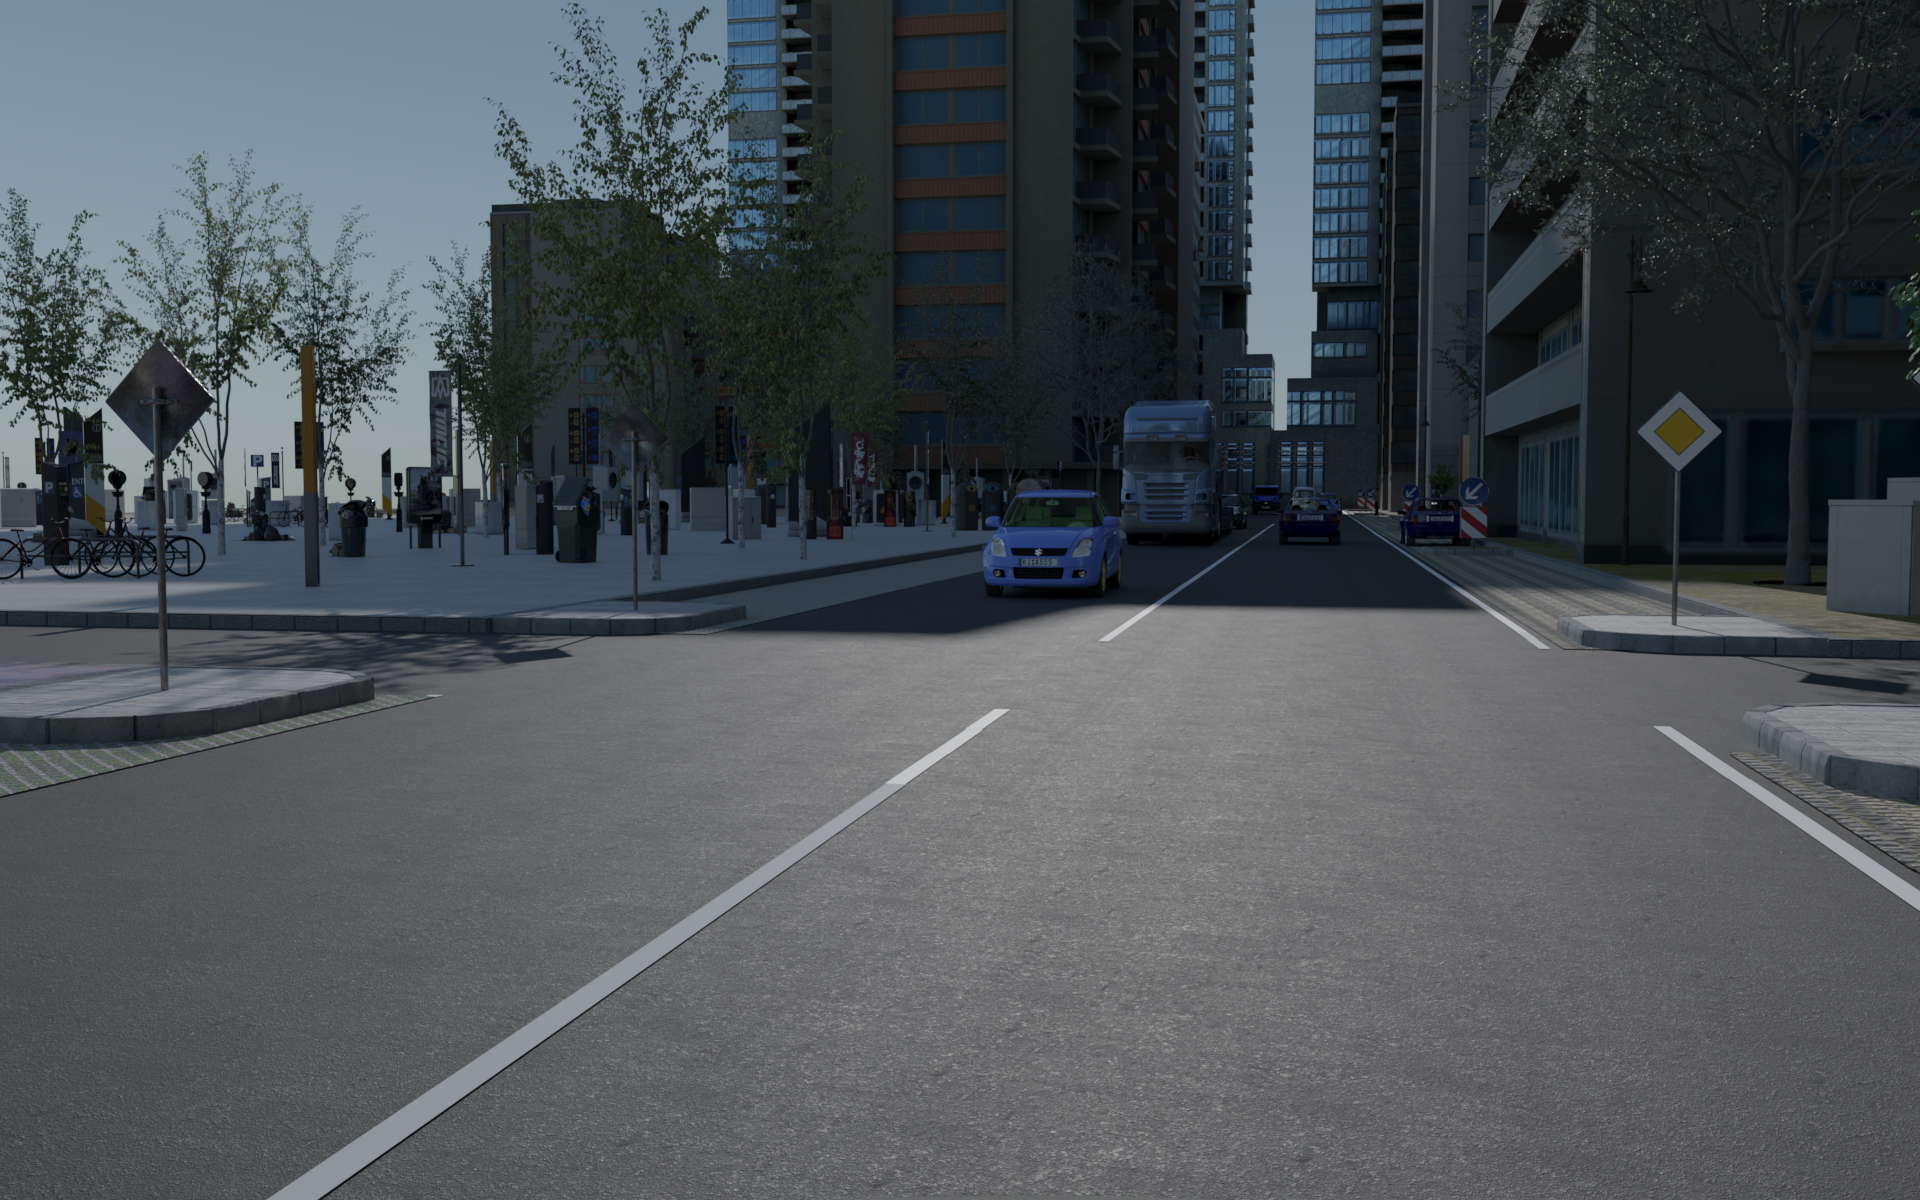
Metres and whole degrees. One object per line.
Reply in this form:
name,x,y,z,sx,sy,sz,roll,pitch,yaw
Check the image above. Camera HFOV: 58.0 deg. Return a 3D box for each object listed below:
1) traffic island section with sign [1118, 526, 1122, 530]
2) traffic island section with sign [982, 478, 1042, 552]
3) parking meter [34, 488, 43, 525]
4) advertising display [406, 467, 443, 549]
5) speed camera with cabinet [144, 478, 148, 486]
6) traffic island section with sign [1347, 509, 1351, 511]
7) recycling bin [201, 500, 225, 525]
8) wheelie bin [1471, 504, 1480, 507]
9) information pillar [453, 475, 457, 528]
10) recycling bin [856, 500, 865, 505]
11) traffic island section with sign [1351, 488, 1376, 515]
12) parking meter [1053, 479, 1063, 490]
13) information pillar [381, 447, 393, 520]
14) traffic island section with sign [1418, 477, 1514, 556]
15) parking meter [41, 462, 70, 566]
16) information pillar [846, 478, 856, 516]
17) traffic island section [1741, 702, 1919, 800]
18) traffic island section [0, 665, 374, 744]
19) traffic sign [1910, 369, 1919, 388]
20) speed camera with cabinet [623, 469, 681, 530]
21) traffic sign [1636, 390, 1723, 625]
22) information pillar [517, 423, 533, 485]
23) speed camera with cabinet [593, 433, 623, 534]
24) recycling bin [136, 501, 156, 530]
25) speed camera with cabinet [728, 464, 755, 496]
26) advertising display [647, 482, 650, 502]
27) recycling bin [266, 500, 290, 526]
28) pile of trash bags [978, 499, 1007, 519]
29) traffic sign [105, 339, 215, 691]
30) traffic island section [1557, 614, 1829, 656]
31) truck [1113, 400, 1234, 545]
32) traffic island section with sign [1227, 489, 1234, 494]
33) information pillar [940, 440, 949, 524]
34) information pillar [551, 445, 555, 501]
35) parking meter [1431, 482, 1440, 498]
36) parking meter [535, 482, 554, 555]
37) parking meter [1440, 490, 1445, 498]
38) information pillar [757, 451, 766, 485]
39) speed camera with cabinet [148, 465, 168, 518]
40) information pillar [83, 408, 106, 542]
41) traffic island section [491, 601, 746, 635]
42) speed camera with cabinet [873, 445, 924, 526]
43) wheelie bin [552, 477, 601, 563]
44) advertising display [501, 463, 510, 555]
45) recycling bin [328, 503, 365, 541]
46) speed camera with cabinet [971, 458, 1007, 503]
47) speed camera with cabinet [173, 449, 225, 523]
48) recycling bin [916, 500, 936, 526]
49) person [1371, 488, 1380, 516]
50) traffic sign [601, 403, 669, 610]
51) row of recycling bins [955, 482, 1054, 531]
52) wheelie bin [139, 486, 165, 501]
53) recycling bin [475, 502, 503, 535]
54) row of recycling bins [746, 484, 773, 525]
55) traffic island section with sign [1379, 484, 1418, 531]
traffic island section with sign,7.193,-3.745,69.859,1.989,1.847,2.006,1,4,12
traffic island section with sign,1.694,-2.113,43.177,1.989,1.847,2.006,1,4,12
parking meter,-37.948,-3.845,71.273,0.372,1.533,0.369,0,3,0
advertising display,-12.652,-2.185,40.933,0.123,1.923,0.974,2,4,33
speed camera with cabinet,-44.216,-6.225,96.115,0.660,3.252,2.038,2,4,28
traffic island section with sign,33.170,-8.263,143.728,1.989,1.847,2.006,1,4,12
recycling bin,-31.250,-3.665,72.484,0.722,1.027,0.722,3,5,44
wheelie bin,19.436,-3.458,64.450,0.980,1.594,0.693,3,5,40
information pillar,-19.174,-3.774,66.194,0.304,2.012,0.304,-3,4,-38
recycling bin,-4.841,-4.157,80.515,0.722,1.027,0.722,1,4,9
traffic island section with sign,27.653,-6.628,117.003,1.989,1.847,2.006,1,4,12
parking meter,3.724,-3.676,65.820,0.255,1.863,0.399,2,4,25
information pillar,-28.464,-5.790,86.015,0.504,3.616,0.183,-3,4,-37
traffic island section with sign,11.996,-1.983,41.050,1.989,1.847,2.006,1,4,12
parking meter,-16.255,-1.555,31.138,0.399,1.863,0.255,1,4,15
information pillar,-4.968,-4.556,78.985,0.304,2.012,0.304,-3,5,-43
traffic island section,5.398,0.804,9.138,2.009,0.180,2.903,1,4,12
traffic island section,-5.220,0.670,11.325,2.009,0.180,2.903,1,4,12
traffic sign,5.373,-0.332,9.066,0.795,2.450,0.064,1,4,12
speed camera with cabinet,-11.129,-4.163,62.406,2.038,3.252,0.660,0,4,4
traffic sign,6.986,-0.810,16.887,0.795,2.450,0.064,1,4,12
information pillar,-14.242,-4.002,56.781,0.504,3.616,0.183,-2,4,-24
speed camera with cabinet,-11.638,-3.728,55.296,0.660,3.252,2.038,1,4,16
recycling bin,-28.720,-2.990,61.446,0.722,1.027,0.722,0,4,-7
speed camera with cabinet,-7.427,-3.938,58.730,0.660,3.252,2.038,-1,4,-19
advertising display,-16.459,-5.250,91.059,0.123,1.923,0.974,-2,4,-30
recycling bin,-27.311,-3.467,69.241,0.722,1.027,0.722,1,4,23
pile of trash bags,1.166,-4.833,88.771,1.912,1.369,3.447,-2,4,-27
traffic sign,-5.195,-0.466,11.258,0.795,2.450,0.064,1,4,12
traffic island section,7.011,0.325,16.959,2.009,0.180,2.903,1,4,12
truck,7.252,-4.028,55.620,2.967,4.110,18.799,1,4,11
traffic island section with sign,22.765,-8.363,145.357,1.989,1.847,2.006,1,4,12
information pillar,-0.639,-5.092,74.608,0.183,3.616,0.504,3,4,37
information pillar,-19.204,-5.531,81.783,0.183,3.616,0.504,0,4,-2
parking meter,23.302,-4.839,84.832,0.255,1.863,0.399,-2,4,-24
parking meter,-8.826,-1.736,36.795,0.372,1.533,0.369,0,3,0
parking meter,24.158,-4.805,86.968,0.372,1.533,0.369,0,3,0
information pillar,-10.413,-6.101,91.107,0.504,3.616,0.183,-1,4,-9
speed camera with cabinet,-42.920,-6.108,94.195,2.038,3.252,0.660,1,4,15
information pillar,-23.376,-3.391,46.798,0.504,3.616,0.183,-2,4,-32
traffic island section,-3.607,0.192,19.146,2.009,0.180,2.903,1,4,12
speed camera with cabinet,-2.479,-4.627,69.984,2.038,3.252,0.660,0,4,1
wheelie bin,-7.189,-1.503,32.478,0.980,1.594,0.693,2,4,33
advertising display,-9.631,-1.926,36.706,0.123,1.923,0.974,-1,4,-17
recycling bin,-17.040,-2.176,48.135,0.722,1.027,0.722,2,4,27
speed camera with cabinet,1.637,-6.134,94.630,2.038,3.252,0.660,1,4,14
speed camera with cabinet,-33.522,-5.011,76.267,2.038,3.252,0.660,-1,4,-14
recycling bin,-1.383,-3.571,70.939,0.722,1.027,0.722,1,4,9
person,27.516,-6.483,114.515,0.705,1.823,1.348,0,4,-8
traffic sign,-3.582,-0.944,19.079,0.795,2.450,0.064,1,4,12
row of recycling bins,1.564,-3.290,60.911,3.534,1.692,1.069,0,4,3
wheelie bin,-32.842,-3.828,70.490,0.980,1.594,0.693,-3,4,-36
recycling bin,-14.925,-2.596,55.005,0.722,1.027,0.722,-3,4,-37
row of recycling bins,-8.600,-4.125,74.549,1.069,1.692,3.534,-1,4,-14
traffic island section with sign,17.569,-3.635,68.063,1.989,1.847,2.006,1,4,12
